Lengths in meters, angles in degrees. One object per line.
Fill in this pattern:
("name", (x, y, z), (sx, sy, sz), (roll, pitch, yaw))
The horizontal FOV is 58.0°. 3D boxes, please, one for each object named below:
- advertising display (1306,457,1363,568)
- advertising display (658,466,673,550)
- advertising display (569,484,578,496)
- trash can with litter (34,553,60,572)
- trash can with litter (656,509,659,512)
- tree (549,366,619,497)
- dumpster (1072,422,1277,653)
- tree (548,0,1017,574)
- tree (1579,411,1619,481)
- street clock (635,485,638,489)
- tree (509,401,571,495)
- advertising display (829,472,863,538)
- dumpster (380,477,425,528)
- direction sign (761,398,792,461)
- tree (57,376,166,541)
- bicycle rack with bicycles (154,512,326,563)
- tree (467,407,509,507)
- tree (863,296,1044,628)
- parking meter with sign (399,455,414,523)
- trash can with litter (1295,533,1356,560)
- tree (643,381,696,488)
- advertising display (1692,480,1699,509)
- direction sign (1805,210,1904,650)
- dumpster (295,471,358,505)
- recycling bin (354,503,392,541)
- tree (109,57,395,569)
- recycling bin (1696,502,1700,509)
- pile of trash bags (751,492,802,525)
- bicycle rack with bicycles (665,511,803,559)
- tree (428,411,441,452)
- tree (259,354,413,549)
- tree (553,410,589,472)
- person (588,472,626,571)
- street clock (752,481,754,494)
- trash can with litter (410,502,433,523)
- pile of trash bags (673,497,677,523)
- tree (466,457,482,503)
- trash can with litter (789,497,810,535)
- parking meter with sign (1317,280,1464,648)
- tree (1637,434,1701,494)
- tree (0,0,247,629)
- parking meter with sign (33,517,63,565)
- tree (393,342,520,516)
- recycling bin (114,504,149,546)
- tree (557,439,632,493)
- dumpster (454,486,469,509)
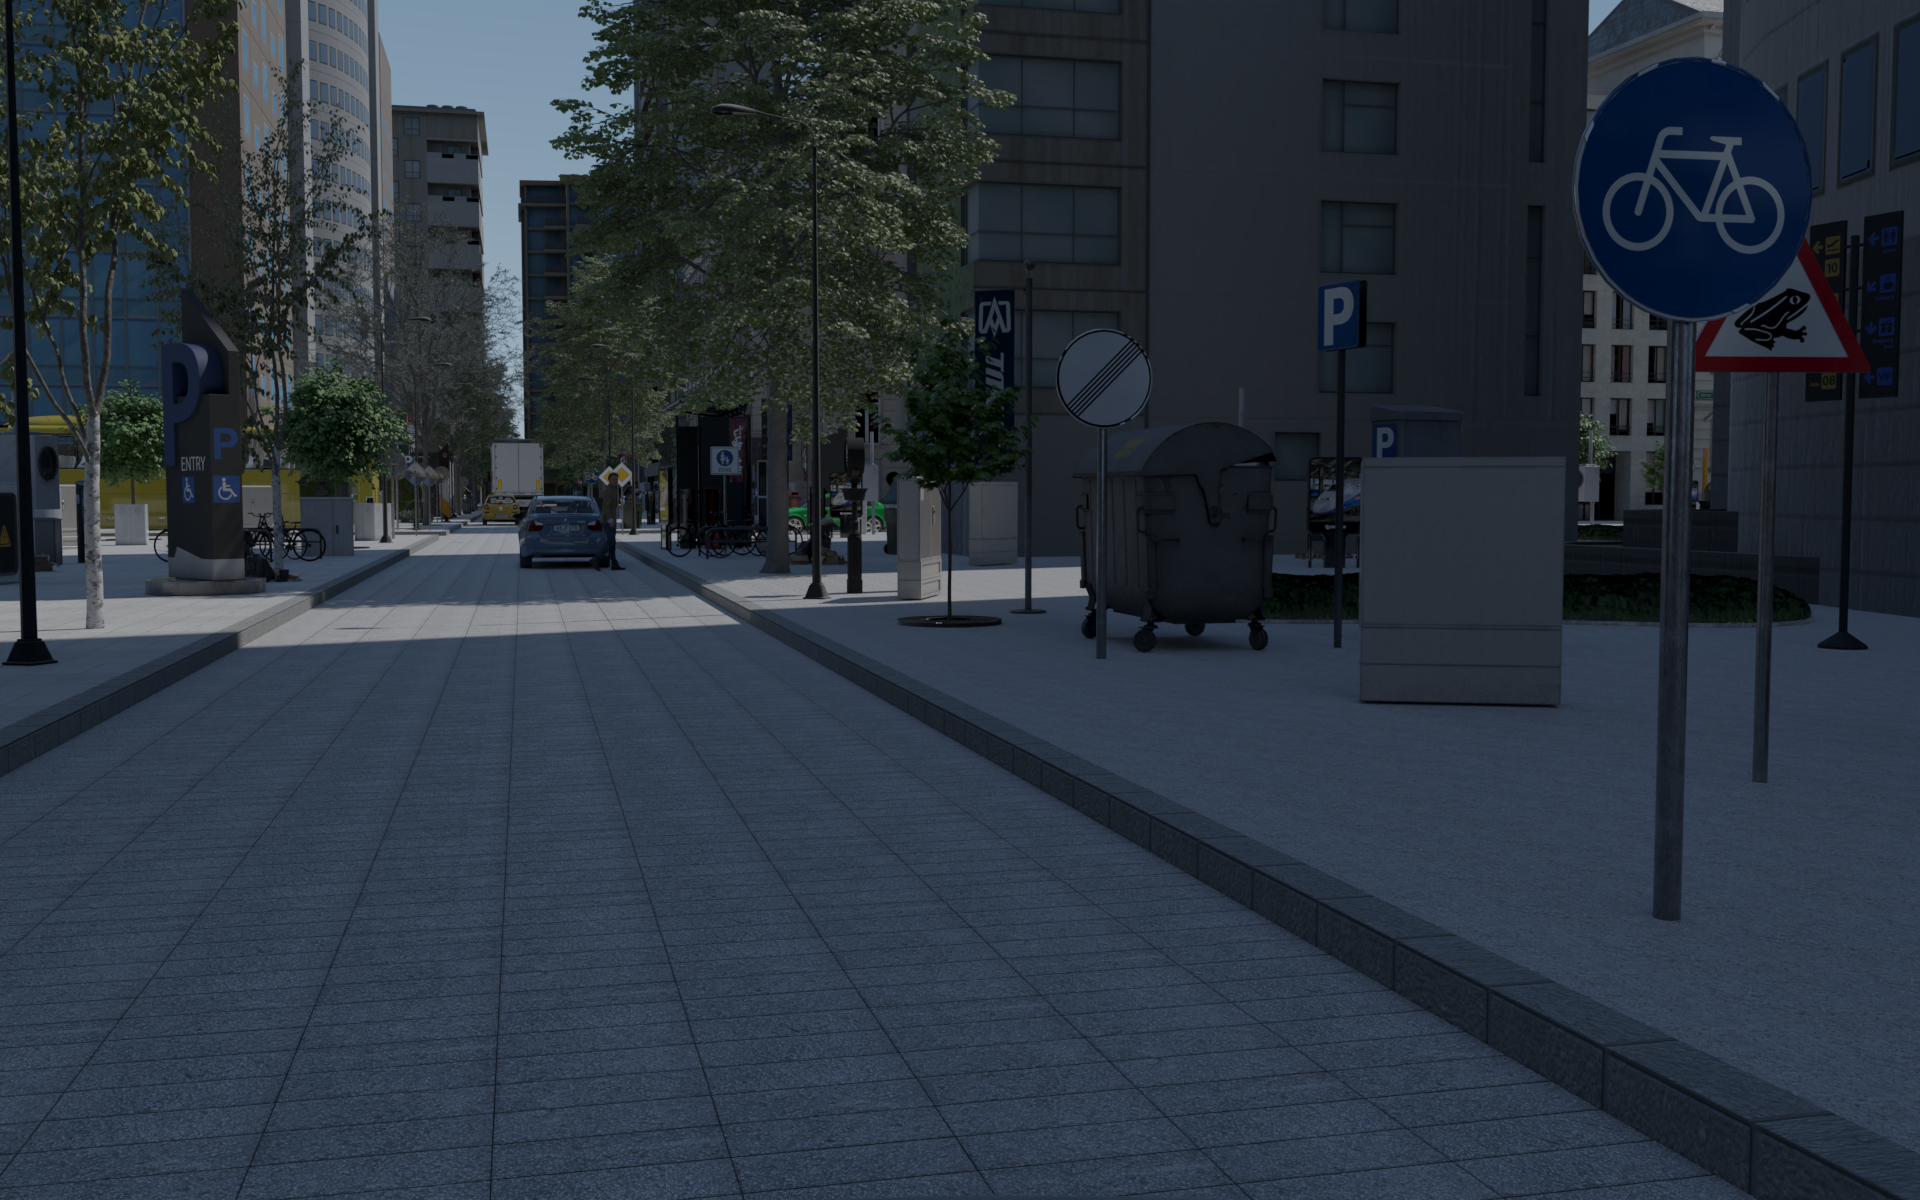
("advertising display", (6.510, -1.521, 30.075), (0.974, 1.923, 0.123), (0, 4, -3))
("advertising display", (-6.768, -2.118, 39.846), (0.123, 1.923, 0.974), (-1, 4, -22))
("advertising display", (-26.386, -6.915, 118.270), (0.123, 1.923, 0.974), (1, 4, 18))
("trash can with litter", (-15.501, -1.052, 28.585), (1.055, 1.170, 0.624), (-3, 4, -38))
("trash can with litter", (-20.217, -6.437, 116.640), (1.055, 1.170, 0.624), (0, 4, -2))
("tree", (-21.166, -9.043, 98.221), (4.737, 8.622, 4.395), (0, 3, 0))
("dumpster", (1.822, -0.551, 14.764), (1.264, 1.857, 1.865), (-1, 4, -14))
("tree", (-2.952, -6.733, 28.207), (7.486, 12.596, 7.792), (0, 3, 0))
("tree", (20.564, -4.586, 58.694), (4.285, 4.588, 4.351), (0, 3, 0))
("street clock", (-25.499, -8.015, 135.608), (0.471, 2.002, 0.358), (-2, 4, -24))
("tree", (-44.029, -16.332, 192.788), (9.928, 11.665, 9.643), (0, 3, 0))
("advertising display", (-3.346, -2.797, 50.949), (0.974, 1.923, 0.123), (0, 4, 3))
("dumpster", (-20.747, -3.791, 64.483), (1.502, 2.255, 1.985), (-1, 4, -14))
("direction sign", (-4.304, -2.982, 40.758), (0.876, 3.537, 0.379), (2, 4, 31))
("tree", (-23.128, -3.941, 48.143), (4.285, 4.588, 4.351), (0, 3, 0))
("bicycle rack with bicycles", (-13.483, -1.216, 33.262), (2.925, 0.926, 2.852), (1, 4, 11))
("tree", (-55.657, -16.909, 202.211), (9.928, 11.665, 9.643), (0, 3, 0))
("tree", (-0.208, -1.367, 16.947), (1.663, 3.219, 1.824), (0, 3, 0))
("parking meter with sign", (-24.989, -4.987, 77.800), (0.543, 3.016, 1.738), (-2, 4, -31))
("trash can with litter", (7.594, -1.439, 34.591), (2.233, 1.210, 1.678), (-1, 4, -16))
("tree", (-18.531, -9.850, 111.410), (4.360, 8.622, 3.978), (0, 3, 0))
("advertising display", (34.211, -4.666, 81.501), (0.974, 1.923, 0.123), (2, 4, 33))
("direction sign", (7.349, -1.365, 14.315), (0.379, 3.537, 0.876), (-1, 4, -22))
("dumpster", (-17.576, -2.786, 48.050), (1.502, 2.255, 1.985), (-1, 4, -14))
("recycling bin", (-16.197, -2.154, 47.777), (0.722, 1.027, 0.722), (2, 4, 25))
("tree", (-11.587, -4.781, 28.536), (4.360, 8.622, 3.978), (0, 3, 0))
("recycling bin", (24.326, -2.666, 56.150), (0.722, 1.027, 0.722), (3, 4, 38))
("pile of trash bags", (-8.104, -3.709, 70.389), (3.447, 1.369, 1.912), (-2, 4, -24))
("bicycle rack with bicycles", (-4.510, -1.335, 35.216), (2.925, 0.926, 2.852), (-1, 4, -12))
("tree", (-37.643, -13.140, 132.972), (7.486, 12.596, 7.792), (0, 3, 0))
("tree", (-14.583, -3.481, 40.625), (4.285, 4.588, 4.351), (0, 3, 0))
("tree", (-30.833, -11.638, 140.647), (4.360, 8.622, 3.978), (0, 3, 0))
("person", (-6.559, -1.464, 32.340), (0.656, 1.842, 0.836), (3, 5, 45))
("street clock", (-10.880, -5.379, 92.521), (0.358, 2.002, 0.471), (3, 5, 44))
("trash can with litter", (-23.587, -3.925, 75.568), (0.624, 1.170, 1.055), (3, 5, 41))
("pile of trash bags", (-11.779, -4.089, 76.600), (1.912, 1.369, 3.447), (-1, 4, -17))
("tree", (-54.304, -14.975, 195.206), (4.737, 8.622, 4.395), (0, 3, 0))
("trash can with litter", (-5.018, -2.693, 55.093), (2.233, 1.210, 1.678), (-3, 4, -38))
("parking meter with sign", (3.902, -1.130, 14.729), (1.738, 3.016, 0.543), (-2, 4, -25))
("tree", (21.594, -3.585, 53.212), (1.663, 3.219, 1.824), (0, 3, 0))
("tree", (-8.476, -4.036, 16.353), (4.737, 8.622, 4.395), (0, 3, 0))
("parking meter with sign", (-17.124, -2.131, 31.103), (1.738, 3.016, 0.543), (0, 4, -8))
("tree", (-30.061, -10.305, 102.898), (8.767, 10.594, 7.601), (1, 4, 17))
("recycling bin", (-20.832, -1.896, 43.557), (0.722, 1.027, 0.722), (-1, 4, -22))
("tree", (-19.241, -6.703, 93.308), (4.285, 4.588, 4.351), (0, 3, 0))
("dumpster", (-35.808, -7.236, 124.073), (1.264, 1.857, 1.865), (-1, 4, -14))
